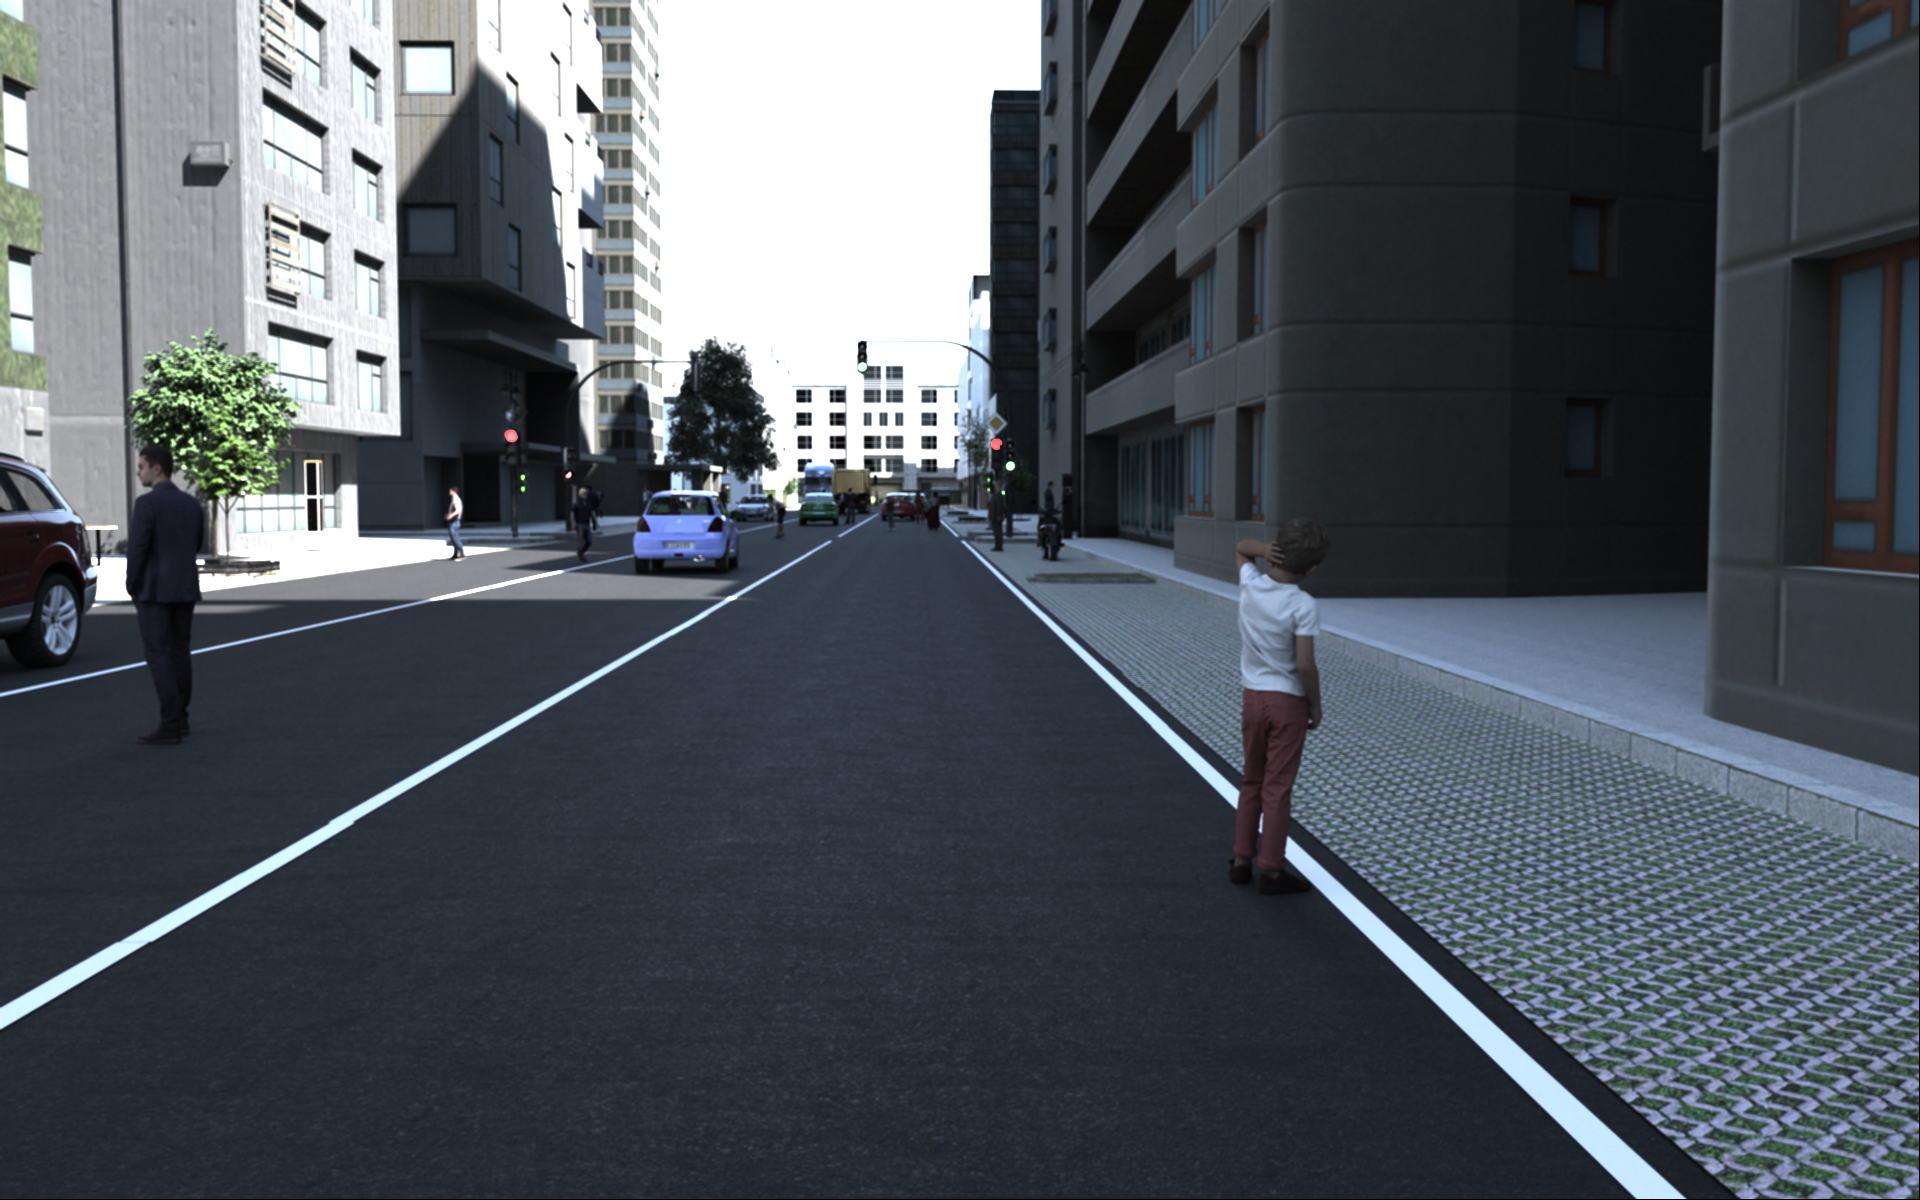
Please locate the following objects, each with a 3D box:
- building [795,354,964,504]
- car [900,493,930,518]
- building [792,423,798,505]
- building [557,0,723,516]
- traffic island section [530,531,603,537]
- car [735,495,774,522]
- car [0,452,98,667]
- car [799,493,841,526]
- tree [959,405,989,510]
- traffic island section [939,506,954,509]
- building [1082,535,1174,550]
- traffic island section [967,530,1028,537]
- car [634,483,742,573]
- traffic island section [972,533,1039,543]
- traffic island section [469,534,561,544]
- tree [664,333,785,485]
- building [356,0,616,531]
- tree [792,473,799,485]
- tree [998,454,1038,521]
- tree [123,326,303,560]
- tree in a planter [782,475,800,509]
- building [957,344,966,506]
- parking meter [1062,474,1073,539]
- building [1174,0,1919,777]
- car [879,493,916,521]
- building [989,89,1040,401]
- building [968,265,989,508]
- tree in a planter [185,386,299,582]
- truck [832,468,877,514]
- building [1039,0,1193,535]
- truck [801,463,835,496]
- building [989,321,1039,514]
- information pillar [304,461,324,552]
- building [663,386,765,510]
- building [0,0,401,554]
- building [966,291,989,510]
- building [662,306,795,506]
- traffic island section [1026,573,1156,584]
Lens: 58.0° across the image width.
[{"bbox_3d":[-14.079,-22.006,226.260,31.486,18.905,16.747,0,4,-2],"label":"building"},{"bbox_3d":[-2.761,-5.858,104.579,1.959,1.807,4.718,0,4,-2],"label":"car"},{"bbox_3d":[-33.598,-16.138,205.999,28.070,9.664,9.099,0,4,-2],"label":"building"},{"bbox_3d":[-31.207,-25.234,104.454,32.217,40.220,23.993,0,4,-2],"label":"building"},{"bbox_3d":[-13.352,-2.249,59.054,2.009,0.180,2.903,0,4,-2],"label":"traffic island section"},{"bbox_3d":[-10.843,-4.883,91.832,2.014,1.417,4.499,0,4,-1],"label":"car"},{"bbox_3d":[-8.457,-0.257,12.867,2.281,1.827,5.304,0,4,-1],"label":"car"},{"bbox_3d":[-6.520,-4.375,80.327,1.959,1.807,4.718,0,4,-3],"label":"car"},{"bbox_3d":[1.687,-11.602,140.048,4.737,8.622,4.395,0,3,0],"label":"tree"},{"bbox_3d":[-1.525,-8.463,161.230,1.991,0.108,1.994,0,4,-2],"label":"traffic island section"},{"bbox_3d":[14.527,-25.453,39.853,21.300,48.544,21.600,0,4,-2],"label":"building"},{"bbox_3d":[1.264,-2.273,59.447,2.009,0.180,2.903,0,4,-2],"label":"traffic island section"},{"bbox_3d":[-5.114,-1.412,32.670,1.945,1.707,3.694,0,4,-3],"label":"car"},{"bbox_3d":[1.482,-1.785,51.465,2.009,0.180,2.903,0,4,-2],"label":"traffic island section"},{"bbox_3d":[-13.134,-1.761,51.072,2.009,0.180,2.903,0,4,-2],"label":"traffic island section"},{"bbox_3d":[-17.200,-12.632,123.537,9.611,12.733,9.660,0,3,0],"label":"tree"},{"bbox_3d":[-30.016,-29.429,70.411,28.713,52.752,27.495,0,4,-2],"label":"building"},{"bbox_3d":[-19.884,-13.107,198.018,4.285,4.588,4.351,0,3,0],"label":"tree"},{"bbox_3d":[2.775,-5.377,82.512,1.663,3.219,1.824,0,3,0],"label":"tree"},{"bbox_3d":[-14.661,-3.073,33.960,4.285,4.588,4.351,0,3,0],"label":"tree"},{"bbox_3d":[-15.835,-10.066,161.798,1.991,3.239,1.994,0,4,-2],"label":"tree in a planter"},{"bbox_3d":[8.015,-20.619,193.545,16.016,20.091,11.380,0,4,-2],"label":"building"},{"bbox_3d":[3.066,-2.678,49.497,0.255,1.863,0.399,0,4,-5],"label":"parking meter"},{"bbox_3d":[17.951,-10.429,15.560,27.650,21.520,28.899,0,4,-2],"label":"building"},{"bbox_3d":[-3.336,-5.197,94.010,2.155,1.783,4.494,0,4,-1],"label":"car"},{"bbox_3d":[9.056,-21.755,127.397,14.160,30.474,14.107,0,4,-2],"label":"building"},{"bbox_3d":[14.622,-20.004,171.044,27.936,21.610,32.646,0,4,-2],"label":"building"},{"bbox_3d":[-12.199,-1.930,28.774,1.991,3.239,1.994,0,4,-2],"label":"tree in a planter"},{"bbox_3d":[-8.046,-8.175,129.592,3.469,3.379,9.791,0,4,-1],"label":"truck"},{"bbox_3d":[13.968,-27.186,68.189,21.600,48.544,21.300,0,4,-2],"label":"building"},{"bbox_3d":[-12.379,-10.235,157.094,2.967,4.110,18.799,0,4,-1],"label":"truck"},{"bbox_3d":[13.594,-48.346,103.124,22.319,86.520,31.000,0,4,-2],"label":"building"},{"bbox_3d":[-14.239,-2.061,38.184,0.304,2.012,0.304,0,4,-4],"label":"information pillar"},{"bbox_3d":[-21.298,-12.636,148.748,9.099,9.664,28.070,0,4,-2],"label":"building"},{"bbox_3d":[-22.153,-21.935,42.230,14.086,41.232,14.154,0,4,-2],"label":"building"},{"bbox_3d":[8.963,-17.892,148.956,16.016,20.091,11.380,0,4,-2],"label":"building"},{"bbox_3d":[-26.852,-19.121,179.089,16.747,18.905,31.486,0,4,-2],"label":"building"},{"bbox_3d":[2.107,-0.347,28.542,1.991,0.108,1.994,0,4,-2],"label":"traffic island section"}]
